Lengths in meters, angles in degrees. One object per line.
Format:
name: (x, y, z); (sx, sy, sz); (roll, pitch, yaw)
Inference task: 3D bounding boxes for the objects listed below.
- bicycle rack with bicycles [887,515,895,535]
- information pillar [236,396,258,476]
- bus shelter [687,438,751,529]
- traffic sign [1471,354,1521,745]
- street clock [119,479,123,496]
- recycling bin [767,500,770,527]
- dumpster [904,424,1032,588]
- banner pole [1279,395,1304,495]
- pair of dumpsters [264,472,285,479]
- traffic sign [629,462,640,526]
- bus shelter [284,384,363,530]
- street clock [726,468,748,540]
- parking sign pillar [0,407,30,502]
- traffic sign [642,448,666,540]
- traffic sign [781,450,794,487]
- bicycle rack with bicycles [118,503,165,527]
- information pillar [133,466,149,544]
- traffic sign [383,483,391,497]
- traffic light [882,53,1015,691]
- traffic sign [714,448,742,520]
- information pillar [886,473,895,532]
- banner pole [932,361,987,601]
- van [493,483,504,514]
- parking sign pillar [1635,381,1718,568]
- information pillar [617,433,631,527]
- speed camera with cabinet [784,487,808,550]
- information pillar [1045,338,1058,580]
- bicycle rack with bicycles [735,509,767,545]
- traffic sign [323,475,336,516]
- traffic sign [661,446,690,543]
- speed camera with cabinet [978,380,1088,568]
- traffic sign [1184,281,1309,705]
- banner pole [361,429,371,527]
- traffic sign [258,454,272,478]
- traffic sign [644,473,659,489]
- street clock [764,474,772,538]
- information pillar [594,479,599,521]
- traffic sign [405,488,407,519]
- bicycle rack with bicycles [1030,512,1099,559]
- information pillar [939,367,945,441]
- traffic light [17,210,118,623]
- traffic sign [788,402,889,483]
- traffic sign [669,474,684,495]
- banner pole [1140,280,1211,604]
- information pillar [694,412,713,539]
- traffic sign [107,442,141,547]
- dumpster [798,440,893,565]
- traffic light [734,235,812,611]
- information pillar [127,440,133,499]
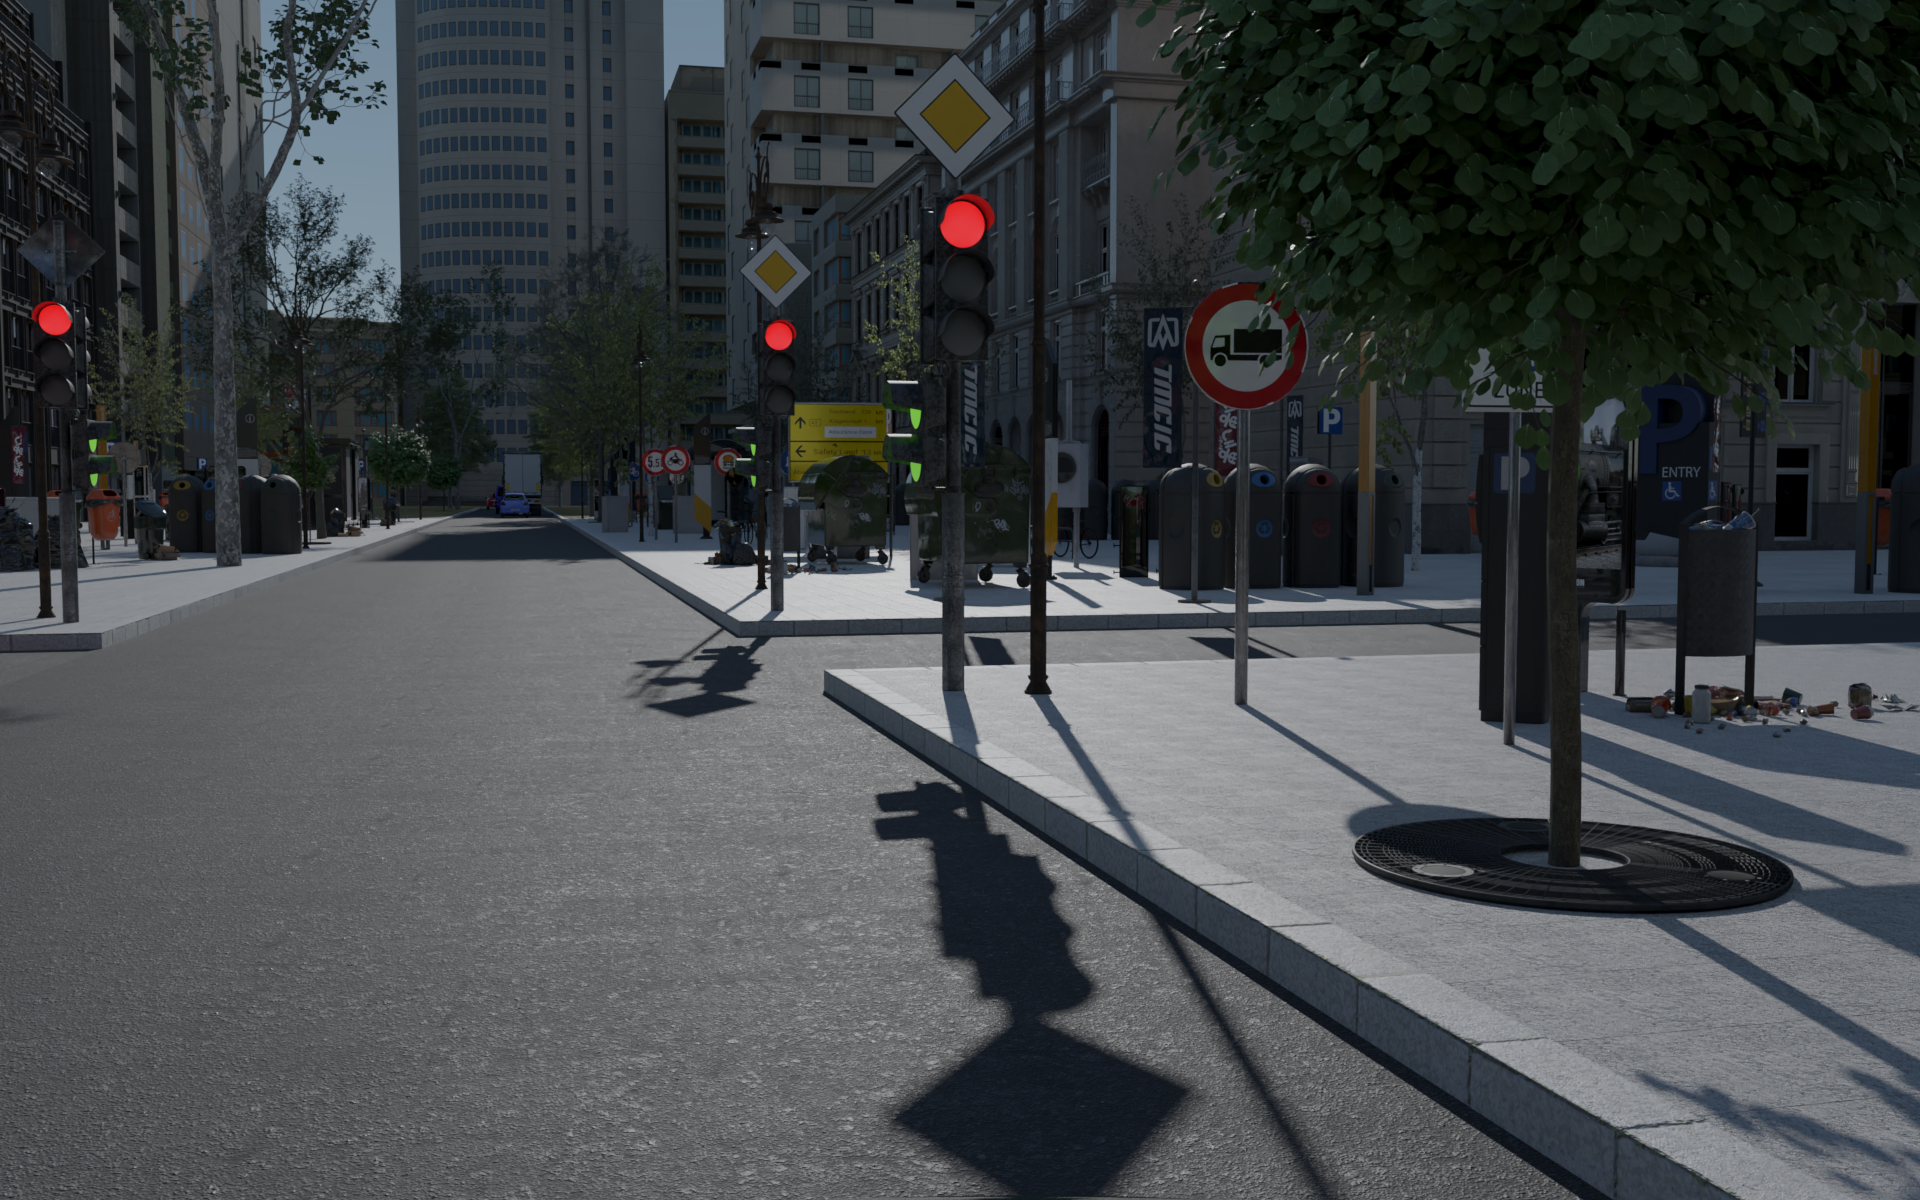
bicycle rack with bicycles: (-3.211, -2.526, 54.677); (2.852, 0.926, 2.925); (-1, 4, -11)
information pillar: (-16.862, -3.038, 41.025); (0.504, 3.616, 0.183); (-1, 4, -19)
bus shelter: (-9.249, -4.385, 65.624); (2.014, 3.302, 5.546); (-1, 4, -14)
traffic sign: (2.812, -0.408, 8.801); (0.606, 2.300, 0.079); (-1, 4, -11)
street clock: (-40.790, -4.881, 84.367); (0.358, 2.002, 0.471); (-1, 4, -20)
recycling bin: (-7.490, -3.438, 68.773); (0.722, 1.027, 0.722); (0, 4, 6)
dumpster: (0.156, -1.330, 24.235); (1.502, 2.255, 1.985); (-1, 4, -14)
banner pole: (7.365, -2.982, 38.780); (0.401, 3.779, 0.863); (-3, 4, -39)
pair of dumpsters: (-26.838, -4.052, 68.751); (1.574, 2.255, 4.437); (-1, 4, -14)
traffic sign: (-13.107, -4.221, 69.115); (0.768, 2.556, 0.104); (-1, 4, -12)
bus shelter: (-24.187, -5.404, 65.993); (2.179, 5.291, 8.768); (-1, 4, -14)
street clock: (-6.157, -2.626, 47.503); (0.471, 2.002, 0.358); (0, 4, 2)
parking sign pillar: (-29.524, -4.002, 53.911); (1.447, 3.967, 1.447); (2, 4, 35)
traffic sign: (-8.507, -2.956, 48.435); (0.768, 2.556, 0.104); (0, 4, -7)
traffic sign: (-4.681, -2.964, 48.568); (0.768, 2.556, 0.104); (0, 4, -7)
bicycle rack with bicycles: (-32.337, -3.333, 67.876); (2.852, 0.926, 2.925); (0, 4, 7)
information pillar: (-21.188, -2.467, 44.821); (0.304, 2.012, 0.304); (-1, 4, -11)
traffic sign: (-27.767, -5.029, 84.357); (0.606, 2.300, 0.079); (-1, 4, -10)
traffic light: (-0.063, -1.363, 11.211); (0.839, 4.253, 0.868); (-1, 4, -14)
traffic sign: (-6.423, -2.933, 48.067); (0.768, 2.556, 0.104); (-1, 4, -9)
information pillar: (-2.398, -3.345, 59.182); (0.304, 2.012, 0.304); (1, 4, 12)
banner pole: (0.023, -1.870, 20.587); (0.401, 3.779, 0.863); (-3, 5, -43)
van: (-32.744, -7.417, 125.656); (2.240, 2.365, 5.245); (-1, 4, -15)
parking sign pillar: (12.748, -2.588, 30.779); (1.447, 3.967, 1.447); (-3, 5, -43)
information pillar: (-12.942, -4.608, 66.692); (0.504, 3.616, 0.183); (-3, 5, -44)
speed camera with cabinet: (-3.463, -2.839, 40.747); (0.660, 3.252, 2.038); (1, 4, 20)
information pillar: (1.347, -2.111, 25.872); (0.183, 3.616, 0.504); (-1, 4, -14)
bicycle rack with bicycles: (-4.459, -1.843, 43.508); (2.852, 0.926, 2.925); (0, 4, 5)
traffic sign: (-22.713, -3.777, 61.764); (0.884, 2.594, 0.081); (-1, 4, -11)
traffic sign: (-7.475, -2.780, 45.563); (0.768, 2.556, 0.104); (-1, 4, -8)
speed camera with cabinet: (1.189, -2.199, 30.296); (2.038, 3.252, 0.660); (1, 4, 20)
traffic sign: (1.715, -0.636, 10.498); (0.768, 2.556, 0.104); (0, 4, -6)
banner pole: (-22.998, -4.712, 67.063); (0.401, 3.779, 0.863); (0, 4, -5)
traffic sign: (-22.304, -3.366, 55.137); (0.768, 2.556, 0.104); (-1, 4, -13)
traffic sign: (-15.854, -5.446, 89.146); (0.768, 2.556, 0.104); (-1, 4, -9)
street clock: (-5.691, -2.794, 50.257); (0.471, 2.002, 0.358); (-1, 4, -10)
information pillar: (-17.555, -4.856, 83.895); (0.304, 2.012, 0.304); (0, 4, 1)
traffic sign: (-28.416, -5.429, 88.768); (0.884, 2.594, 0.081); (0, 4, -7)
bicycle rack with bicycles: (1.102, -1.313, 34.842); (2.852, 0.926, 2.925); (-2, 4, -26)
information pillar: (-0.170, -2.472, 31.767); (0.183, 3.616, 0.504); (-3, 4, -38)
traffic light: (-8.871, -1.730, 17.202); (0.839, 4.253, 0.868); (-1, 4, -14)
traffic sign: (-2.682, -2.729, 38.492); (2.265, 3.308, 0.079); (-1, 4, -11)
traffic sign: (-14.712, -5.496, 89.965); (0.768, 2.556, 0.104); (0, 4, -5)
banner pole: (2.549, -1.860, 20.428); (0.863, 3.779, 0.401); (1, 4, 16)
information pillar: (-7.329, -3.550, 49.405); (0.504, 3.616, 0.183); (0, 4, 1)
traffic sign: (-20.343, -2.572, 42.166); (0.768, 2.556, 0.104); (-1, 4, -12)
dumpster: (-2.116, -1.808, 32.062); (1.502, 2.255, 1.985); (-1, 4, -14)
traffic light: (-2.031, -1.837, 18.951); (0.839, 4.253, 0.868); (-1, 4, -14)
information pillar: (-36.160, -5.148, 75.525); (0.183, 3.616, 0.504); (0, 4, 6)
